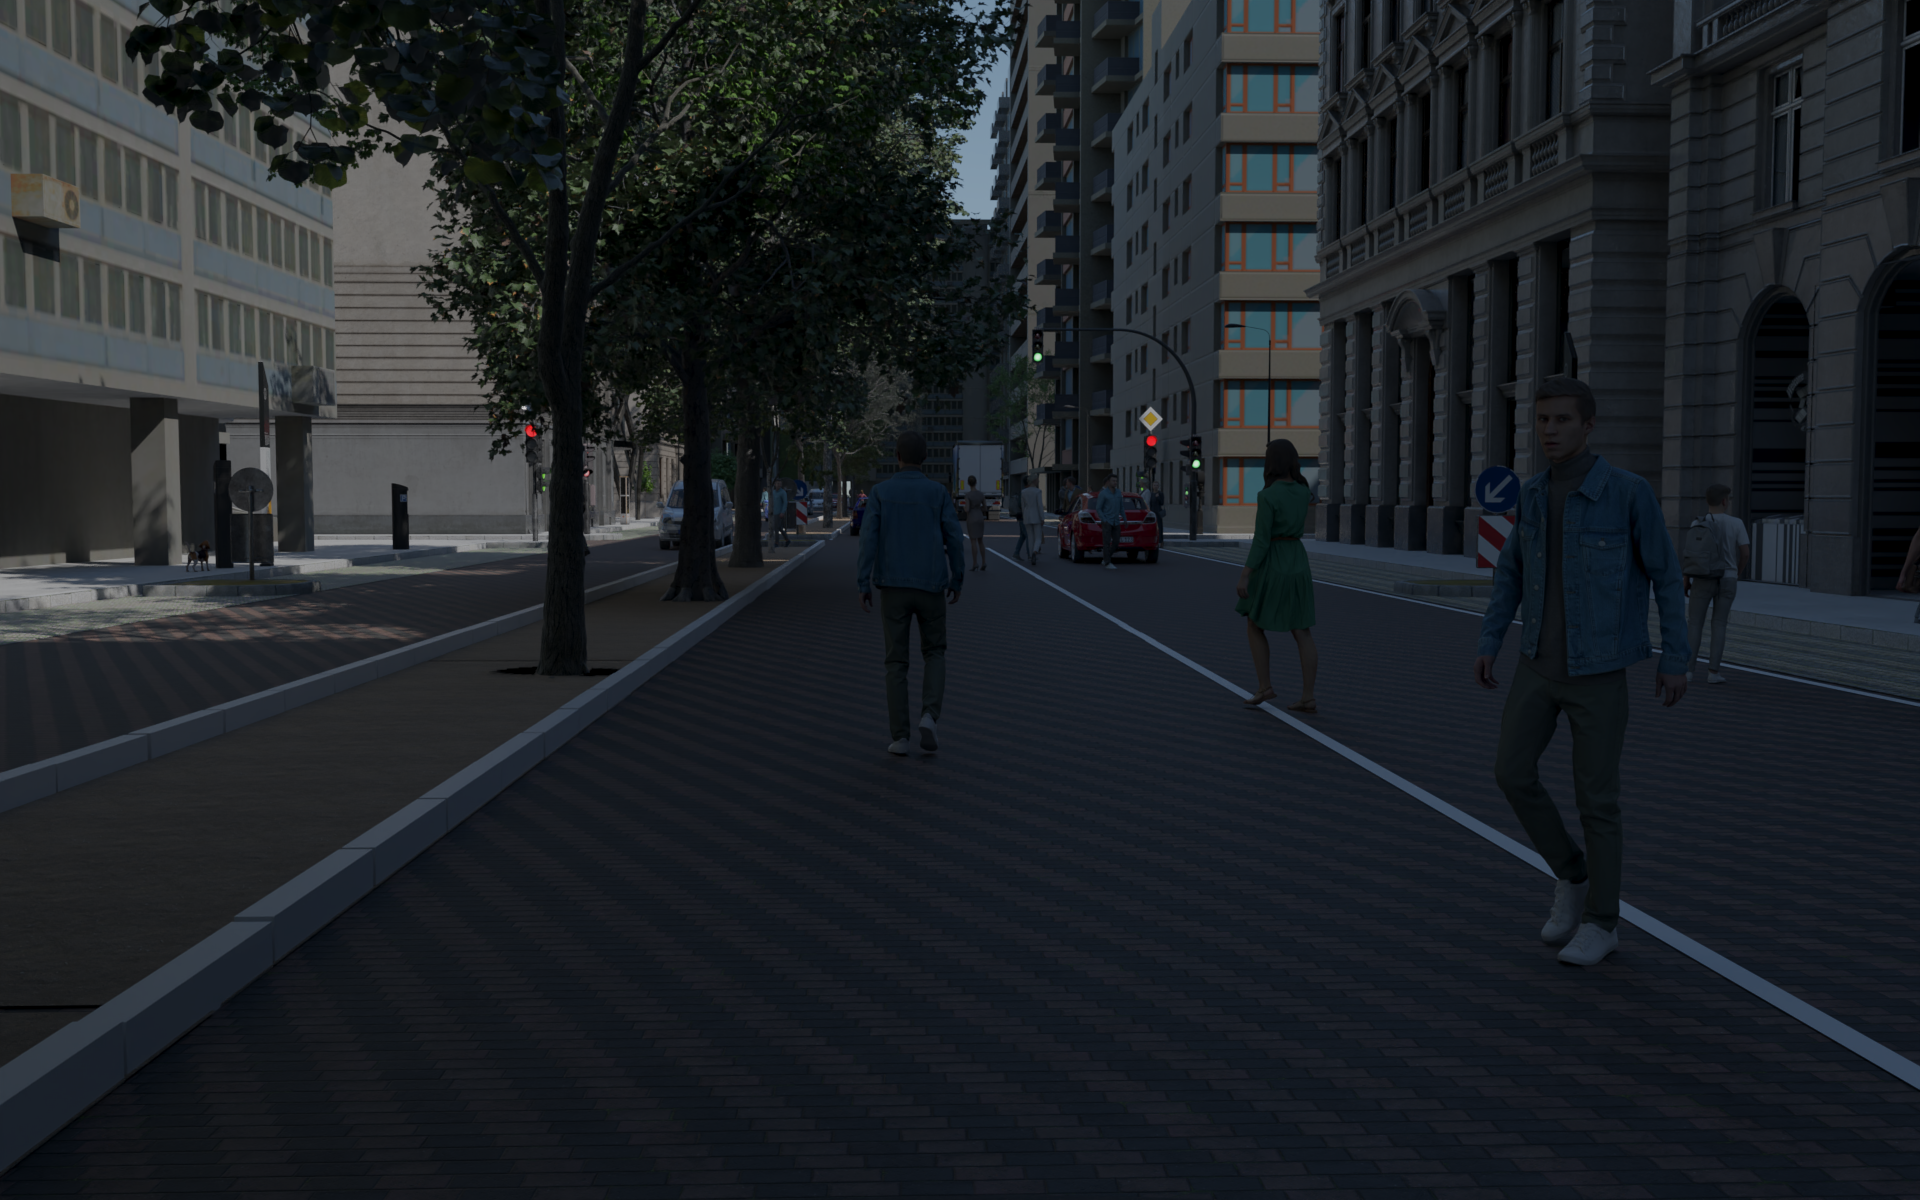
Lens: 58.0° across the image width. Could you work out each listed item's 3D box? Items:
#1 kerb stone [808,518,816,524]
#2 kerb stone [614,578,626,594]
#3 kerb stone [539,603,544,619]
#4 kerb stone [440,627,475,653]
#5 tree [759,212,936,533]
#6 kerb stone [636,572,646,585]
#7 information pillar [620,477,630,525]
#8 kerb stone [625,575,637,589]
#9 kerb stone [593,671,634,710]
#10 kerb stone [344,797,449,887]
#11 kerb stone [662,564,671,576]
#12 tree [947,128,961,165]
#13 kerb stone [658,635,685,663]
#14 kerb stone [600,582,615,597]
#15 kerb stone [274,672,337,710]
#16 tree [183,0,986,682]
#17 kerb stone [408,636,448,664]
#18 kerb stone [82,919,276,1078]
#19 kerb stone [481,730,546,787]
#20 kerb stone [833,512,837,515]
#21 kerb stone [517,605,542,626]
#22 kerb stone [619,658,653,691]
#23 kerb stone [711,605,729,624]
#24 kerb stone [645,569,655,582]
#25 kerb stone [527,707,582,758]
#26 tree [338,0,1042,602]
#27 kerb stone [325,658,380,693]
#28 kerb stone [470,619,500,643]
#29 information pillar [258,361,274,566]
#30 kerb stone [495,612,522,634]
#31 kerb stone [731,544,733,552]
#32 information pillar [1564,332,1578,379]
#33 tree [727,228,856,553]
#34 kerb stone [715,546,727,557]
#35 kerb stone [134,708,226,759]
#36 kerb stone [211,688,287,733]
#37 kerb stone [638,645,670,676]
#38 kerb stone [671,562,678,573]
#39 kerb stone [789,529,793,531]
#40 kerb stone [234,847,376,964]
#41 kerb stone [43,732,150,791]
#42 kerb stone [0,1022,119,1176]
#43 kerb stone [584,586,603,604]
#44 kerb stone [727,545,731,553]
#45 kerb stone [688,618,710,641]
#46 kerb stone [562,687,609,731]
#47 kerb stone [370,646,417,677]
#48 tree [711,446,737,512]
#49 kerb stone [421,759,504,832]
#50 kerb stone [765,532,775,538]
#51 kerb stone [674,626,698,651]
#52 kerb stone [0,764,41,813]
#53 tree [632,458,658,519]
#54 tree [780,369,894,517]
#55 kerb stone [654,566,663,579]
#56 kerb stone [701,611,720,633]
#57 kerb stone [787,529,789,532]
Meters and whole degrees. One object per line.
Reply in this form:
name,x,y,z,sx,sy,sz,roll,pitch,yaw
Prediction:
kerb stone,-7.444,-3.973,87.154,0.120,0.150,1.000,0,4,-2
kerb stone,-5.024,-0.178,25.161,0.120,0.150,1.000,0,4,-2
kerb stone,-4.821,0.132,20.030,0.120,0.150,1.000,0,4,-2
kerb stone,-4.666,0.383,15.933,0.120,0.150,1.000,0,4,-2
tree,-5.497,-8.984,59.720,12.009,13.543,11.850,0,3,0
kerb stone,-5.098,-0.307,27.209,0.120,0.150,1.000,0,4,-2
information pillar,-14.052,-4.164,72.579,0.304,2.012,0.304,1,4,14
kerb stone,-5.060,-0.244,26.184,0.120,0.150,1.000,0,4,-2
kerb stone,-2.399,0.629,11.914,0.120,0.150,1.000,0,4,-2
kerb stone,-2.204,0.943,6.793,0.120,0.150,1.000,0,4,-2
kerb stone,-5.224,-0.495,30.282,0.120,0.150,1.000,0,4,-2
tree,-6.786,-13.119,72.842,12.611,20.169,13.585,0,3,0
kerb stone,-2.522,0.441,14.991,0.120,0.150,1.000,0,4,-2
kerb stone,-4.985,-0.118,24.130,0.120,0.150,1.000,0,4,-2
kerb stone,-4.499,0.633,11.841,0.120,0.150,1.000,0,4,-2
tree,-3.029,-5.202,13.270,9.928,11.665,9.643,0,3,0
kerb stone,-4.620,0.445,14.912,0.120,0.150,1.000,0,4,-2
kerb stone,-2.121,1.078,4.739,0.120,0.150,1.000,0,4,-2
kerb stone,-2.287,0.821,8.838,0.120,0.150,1.000,0,4,-2
kerb stone,-8.968,-6.353,126.071,0.120,0.150,1.000,0,4,-2
kerb stone,-4.780,0.195,19.009,0.120,0.150,1.000,0,4,-2
kerb stone,-2.442,0.572,12.935,0.120,0.150,1.000,0,4,-2
kerb stone,-2.682,0.193,19.085,0.120,0.150,1.000,0,4,-2
kerb stone,-5.143,-0.369,28.234,0.120,0.150,1.000,0,4,-2
kerb stone,-2.321,0.759,9.861,0.120,0.150,1.000,0,4,-2
tree,-3.543,-6.337,23.076,9.611,12.733,9.660,0,3,0
kerb stone,-4.540,0.571,12.863,0.120,0.150,1.000,0,4,-2
kerb stone,-4.707,0.324,16.964,0.120,0.150,1.000,0,4,-2
information pillar,-12.380,-2.416,30.863,0.183,3.616,0.504,-1,4,-11
kerb stone,-4.742,0.257,17.988,0.120,0.150,1.000,0,4,-2
kerb stone,-5.703,-1.247,42.585,0.120,0.150,1.000,0,4,-2
information pillar,8.754,-2.053,24.915,0.183,3.616,0.504,0,4,6
tree,-4.507,-5.415,41.354,4.737,8.622,4.395,0,3,0
kerb stone,-5.612,-1.121,40.529,0.120,0.150,1.000,0,4,-2
kerb stone,-4.419,0.759,9.789,0.120,0.150,1.000,0,4,-2
kerb stone,-4.455,0.696,10.817,0.120,0.150,1.000,0,4,-2
kerb stone,-2.482,0.506,13.960,0.120,0.150,1.000,0,4,-2
kerb stone,-5.256,-0.557,31.308,0.120,0.150,1.000,0,4,-2
kerb stone,-6.726,-2.842,68.711,0.120,0.150,1.000,0,4,-2
kerb stone,-2.165,1.006,5.766,0.120,0.150,1.000,0,4,-2
kerb stone,-4.386,0.826,8.762,0.120,0.150,1.000,0,4,-2
kerb stone,-2.078,1.130,3.718,0.120,0.150,1.000,0,4,-2
kerb stone,-4.939,-0.056,23.106,0.120,0.150,1.000,0,4,-2
kerb stone,-5.665,-1.185,41.563,0.120,0.150,1.000,0,4,-2
kerb stone,-2.603,0.315,17.042,0.120,0.150,1.000,0,4,-2
kerb stone,-2.362,0.692,10.882,0.120,0.150,1.000,0,4,-2
kerb stone,-4.578,0.508,13.889,0.120,0.150,1.000,0,4,-2
tree,-16.646,-8.636,124.919,4.285,4.588,4.351,0,3,0
kerb stone,-2.243,0.880,7.814,0.120,0.150,1.000,0,4,-2
kerb stone,-6.292,-2.154,57.437,0.120,0.150,1.000,0,4,-2
kerb stone,-2.563,0.378,16.019,0.120,0.150,1.000,0,4,-2
kerb stone,-4.342,0.884,7.739,0.120,0.150,1.000,0,4,-2
tree,-16.488,-5.901,91.083,1.663,3.219,1.824,0,3,0
tree,-7.341,-11.478,108.254,7.486,12.596,7.792,0,3,0
kerb stone,-5.184,-0.431,29.261,0.120,0.150,1.000,0,4,-2
kerb stone,-2.638,0.253,18.063,0.120,0.150,1.000,0,4,-2
kerb stone,-6.560,-2.592,64.608,0.120,0.150,1.000,0,4,-2
